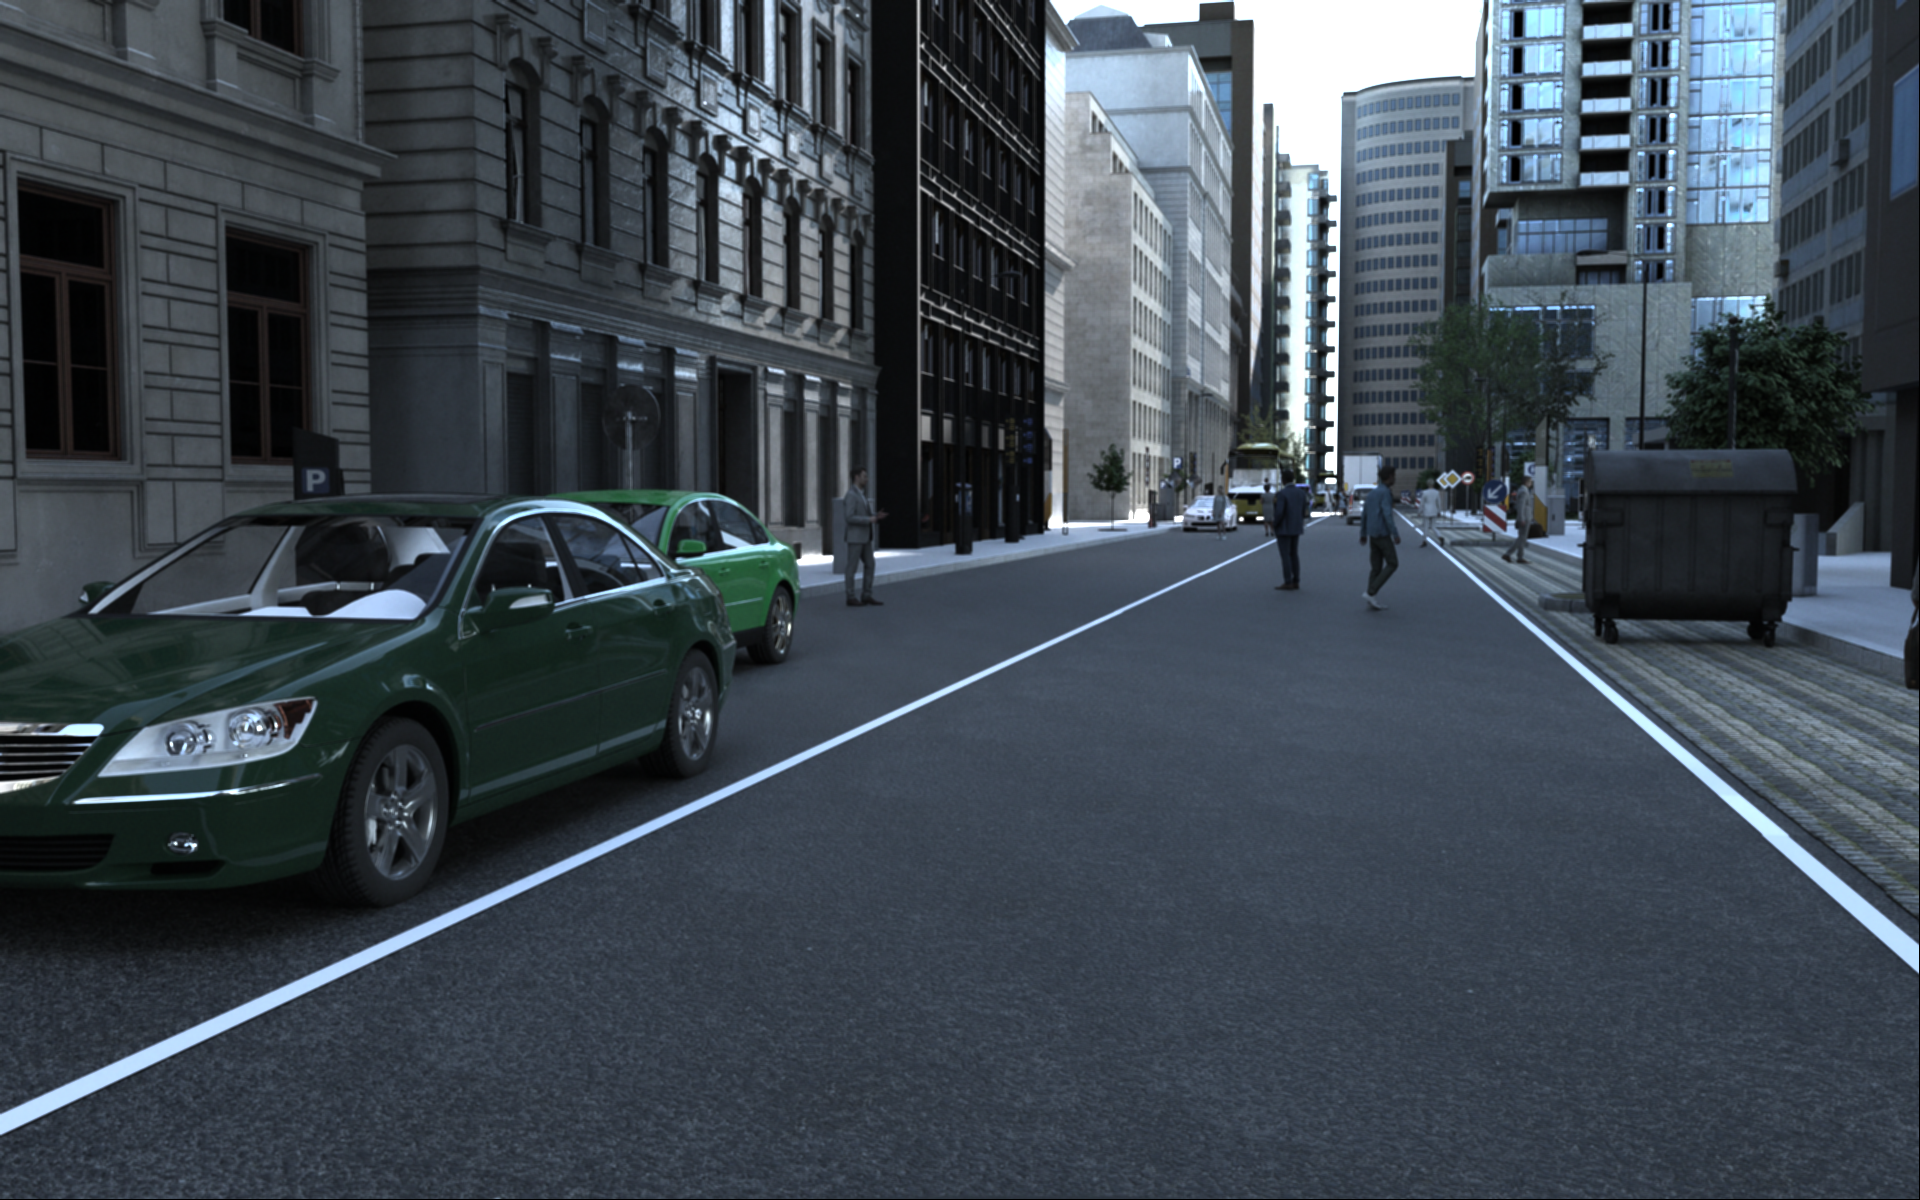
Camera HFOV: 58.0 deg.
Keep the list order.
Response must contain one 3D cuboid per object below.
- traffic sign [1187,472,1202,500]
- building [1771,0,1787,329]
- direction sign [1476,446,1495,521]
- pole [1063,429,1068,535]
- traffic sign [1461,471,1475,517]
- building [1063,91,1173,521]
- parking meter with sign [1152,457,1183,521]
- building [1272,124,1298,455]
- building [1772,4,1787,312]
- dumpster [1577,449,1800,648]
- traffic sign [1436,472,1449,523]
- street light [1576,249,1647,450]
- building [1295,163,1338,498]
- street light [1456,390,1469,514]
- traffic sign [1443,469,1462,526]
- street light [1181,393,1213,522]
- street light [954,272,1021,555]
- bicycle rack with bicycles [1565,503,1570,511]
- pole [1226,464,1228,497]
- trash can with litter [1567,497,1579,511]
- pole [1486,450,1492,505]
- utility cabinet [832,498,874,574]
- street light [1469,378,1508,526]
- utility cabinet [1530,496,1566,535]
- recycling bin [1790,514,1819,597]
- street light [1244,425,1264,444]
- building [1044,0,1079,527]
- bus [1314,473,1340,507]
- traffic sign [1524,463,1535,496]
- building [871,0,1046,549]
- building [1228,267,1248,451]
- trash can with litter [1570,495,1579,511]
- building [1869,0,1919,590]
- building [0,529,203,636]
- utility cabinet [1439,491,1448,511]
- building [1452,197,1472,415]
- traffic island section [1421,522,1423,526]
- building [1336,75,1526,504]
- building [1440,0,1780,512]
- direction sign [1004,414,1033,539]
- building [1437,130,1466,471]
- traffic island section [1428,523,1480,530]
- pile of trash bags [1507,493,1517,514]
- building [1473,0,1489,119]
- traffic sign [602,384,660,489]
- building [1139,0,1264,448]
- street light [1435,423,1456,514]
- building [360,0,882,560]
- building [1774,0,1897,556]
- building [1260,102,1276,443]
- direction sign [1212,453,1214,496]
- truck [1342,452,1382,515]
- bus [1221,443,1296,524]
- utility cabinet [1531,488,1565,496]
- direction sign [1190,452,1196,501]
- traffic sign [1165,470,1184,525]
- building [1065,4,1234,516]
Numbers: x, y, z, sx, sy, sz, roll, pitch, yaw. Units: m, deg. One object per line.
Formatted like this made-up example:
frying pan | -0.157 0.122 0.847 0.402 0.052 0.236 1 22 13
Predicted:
traffic sign | 10.847 -4.688 80.293 0.795 2.450 0.064 1 4 13
building | 88.608 -46.805 203.509 20.611 71.187 20.563 1 4 13
direction sign | 24.765 -5.487 81.711 0.876 3.537 0.379 2 4 32
pole | 3.321 -3.710 54.504 0.158 3.312 0.155 0 3 0
traffic sign | 28.237 -5.889 96.398 0.768 2.556 0.104 1 4 17
building | 5.032 -14.481 91.521 10.420 20.320 16.860 1 4 13
parking meter with sign | 9.756 -5.226 81.710 1.738 3.016 0.543 -3 5 -45
building | 25.583 -36.514 216.612 30.456 49.044 23.786 1 4 13
building | 56.081 -28.372 83.493 30.456 49.044 23.786 1 4 13
dumpster | 6.980 -0.519 16.708 1.865 1.857 1.264 1 4 15
traffic sign | 21.728 -4.528 77.668 0.795 2.450 0.064 1 4 13
street light | 12.380 -3.690 32.881 1.470 5.913 1.316 1 4 13
building | 38.815 -38.569 250.215 30.456 49.044 23.786 1 4 13
street light | 23.112 -6.410 77.338 1.470 5.913 1.316 1 4 13
traffic sign | 19.863 -4.053 69.903 0.795 2.450 0.064 1 4 13
street light | 10.989 -6.577 80.075 1.470 5.913 1.316 1 4 13
street light | 0.592 -3.907 36.422 1.470 5.913 1.316 1 4 13
bicycle rack with bicycles | 37.101 -5.634 105.500 2.852 0.926 2.925 0 4 -5
pole | 18.396 -7.673 119.302 0.158 3.312 0.155 0 3 0
trash can with litter | 36.037 -5.528 101.772 1.055 1.170 0.624 0 4 7
pole | 24.367 -5.254 79.743 0.158 3.312 0.155 0 3 0
utility cabinet | -1.727 -1.044 28.235 0.306 1.237 1.020 1 4 21
street light | 21.281 -5.931 69.516 1.470 5.913 1.316 1 4 13
utility cabinet | 18.385 -2.632 54.195 1.020 1.237 0.306 2 4 24
recycling bin | 10.434 -0.578 22.012 0.722 1.027 0.722 3 5 40
street light | 19.759 -8.833 116.955 1.470 5.913 1.316 1 4 13
building | -7.864 -17.135 67.541 23.554 28.519 14.401 1 4 13
bus | 42.855 -12.873 202.020 2.896 3.916 12.252 1 4 13
traffic sign | 18.236 -3.239 55.085 0.606 2.300 0.079 1 4 18
building | -5.118 -13.403 48.825 12.332 23.373 15.834 1 4 13
building | 15.758 -18.295 140.929 13.314 21.916 24.055 1 4 13
trash can with litter | 30.713 -4.684 87.636 2.233 1.210 1.678 1 4 20
building | 17.721 -22.295 14.632 14.600 45.320 14.200 1 4 13
building | -14.253 -10.745 11.845 11.583 22.565 21.152 1 4 13
utility cabinet | 36.021 -7.361 129.032 0.318 1.500 1.173 0 4 -2
building | 55.347 -24.311 169.189 14.160 30.474 14.107 1 4 13
traffic island section | 21.752 -3.392 77.740 2.009 0.180 2.903 1 4 13
building | 67.156 -42.780 241.457 28.212 58.520 21.231 1 4 13
building | 49.076 -50.030 130.657 22.319 86.520 31.000 1 4 13
direction sign | 1.666 -3.497 49.178 0.876 3.537 0.379 -1 4 -20
building | 66.248 -34.397 212.503 14.600 45.320 14.200 1 4 13
traffic island section | 19.887 -2.917 69.975 2.009 0.180 2.903 1 4 13
pile of trash bags | 33.965 -5.839 105.227 1.912 1.369 3.447 0 4 4
building | 53.044 -30.833 154.234 14.600 45.320 14.200 1 4 13
traffic sign | -3.834 -1.225 20.129 0.768 2.556 0.104 1 4 21
building | 20.962 -31.374 163.079 14.600 45.320 14.200 1 4 13
street light | 31.932 -8.640 113.802 1.470 5.913 1.316 1 4 13
building | -8.466 -11.117 30.911 9.793 20.994 18.267 1 4 13
building | 33.693 -21.269 39.622 32.217 40.220 23.993 1 4 13
building | 24.669 -30.196 177.305 14.154 41.232 14.086 1 4 13
direction sign | 13.843 -6.287 94.796 0.379 3.537 0.876 0 4 6
truck | 28.138 -8.073 120.908 2.839 4.237 11.283 1 4 15
bus | 15.187 -5.837 86.990 2.896 3.916 12.252 1 4 15
utility cabinet | 22.327 -3.494 65.811 1.173 1.500 0.318 0 4 -1
direction sign | 12.591 -6.216 93.633 0.379 3.537 0.876 2 4 29
traffic sign | 8.982 -4.213 72.528 0.795 2.450 0.064 1 4 13
building | 11.109 -20.567 113.755 11.434 29.767 29.804 1 4 13
